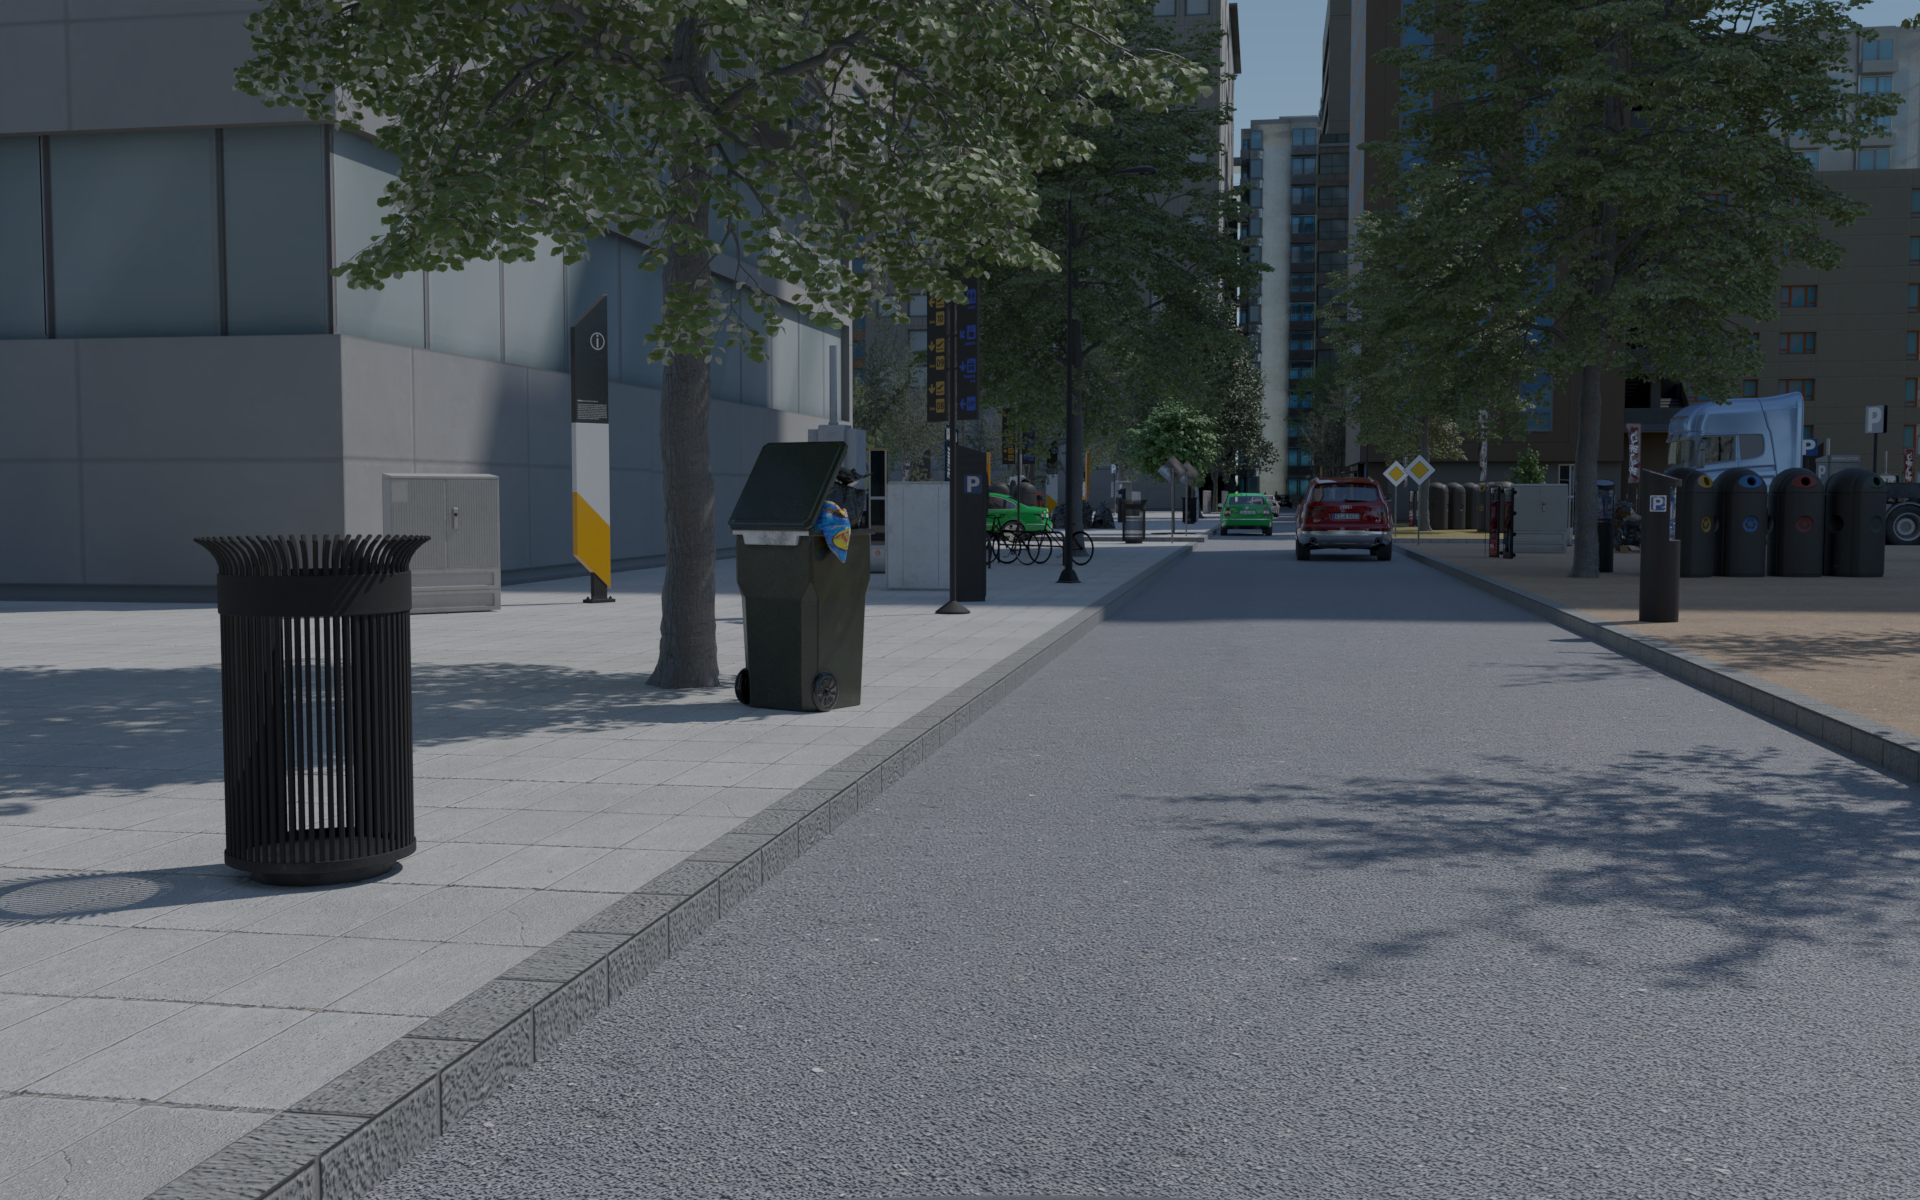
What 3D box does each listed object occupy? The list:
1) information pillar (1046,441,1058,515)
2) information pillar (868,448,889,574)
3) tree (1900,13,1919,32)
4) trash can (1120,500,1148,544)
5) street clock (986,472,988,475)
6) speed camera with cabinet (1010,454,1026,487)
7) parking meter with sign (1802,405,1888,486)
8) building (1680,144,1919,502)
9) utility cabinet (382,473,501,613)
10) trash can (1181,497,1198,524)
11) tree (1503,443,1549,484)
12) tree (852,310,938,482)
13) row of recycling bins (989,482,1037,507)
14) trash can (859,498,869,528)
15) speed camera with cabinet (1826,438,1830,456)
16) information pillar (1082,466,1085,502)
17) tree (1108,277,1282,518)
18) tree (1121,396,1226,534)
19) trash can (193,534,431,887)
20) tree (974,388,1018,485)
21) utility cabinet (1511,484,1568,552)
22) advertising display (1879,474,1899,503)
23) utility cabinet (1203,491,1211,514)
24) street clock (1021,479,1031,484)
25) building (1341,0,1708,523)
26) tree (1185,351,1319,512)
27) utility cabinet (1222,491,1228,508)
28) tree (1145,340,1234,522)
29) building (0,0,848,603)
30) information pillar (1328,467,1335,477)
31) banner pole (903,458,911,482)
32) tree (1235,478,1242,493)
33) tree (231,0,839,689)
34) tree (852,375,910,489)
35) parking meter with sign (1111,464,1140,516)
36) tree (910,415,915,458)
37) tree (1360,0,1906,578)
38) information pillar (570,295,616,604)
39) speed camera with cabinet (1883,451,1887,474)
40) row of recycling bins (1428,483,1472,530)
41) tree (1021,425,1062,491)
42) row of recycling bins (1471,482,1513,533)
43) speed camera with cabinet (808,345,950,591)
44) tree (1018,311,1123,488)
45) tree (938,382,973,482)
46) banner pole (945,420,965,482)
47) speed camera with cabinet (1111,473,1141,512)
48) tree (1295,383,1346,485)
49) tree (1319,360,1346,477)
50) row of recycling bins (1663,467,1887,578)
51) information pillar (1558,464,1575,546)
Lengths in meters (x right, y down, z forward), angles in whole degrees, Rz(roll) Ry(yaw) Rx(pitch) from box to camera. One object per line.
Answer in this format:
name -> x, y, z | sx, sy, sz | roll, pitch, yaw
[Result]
information pillar -> 3.845, -4.940, 72.121 | 0.504, 3.616, 0.183 | 0, 4, 0
information pillar -> -1.309, -1.434, 27.941 | 0.304, 2.012, 0.304 | 0, 4, 4
tree -> 11.048, -4.017, 16.042 | 4.737, 8.622, 4.395 | 0, 3, 0
trash can -> 4.513, -2.036, 44.945 | 0.748, 1.137, 0.748 | 0, 3, 0
street clock -> 0.469, -2.481, 45.137 | 0.471, 2.002, 0.358 | -1, 4, -11
speed camera with cabinet -> 2.518, -5.670, 87.047 | 0.660, 3.252, 2.038 | -2, 4, -31
parking meter with sign -> 17.215, -2.311, 34.040 | 1.738, 3.016, 0.543 | 0, 4, -8
building -> 40.267, -16.124, 108.665 | 27.650, 21.520, 28.899 | 1, 4, 10
utility cabinet -> -5.566, -0.609, 18.633 | 1.173, 1.500, 0.318 | -3, 4, -36
trash can -> 9.832, -3.826, 74.202 | 0.748, 1.137, 0.748 | 0, 3, 0
tree -> 21.388, -4.337, 65.515 | 1.663, 3.219, 1.824 | 0, 3, 0
tree -> -3.594, -7.161, 67.438 | 4.360, 8.622, 3.978 | 0, 3, 0
row of recycling bins -> 0.927, -3.250, 60.254 | 3.534, 1.692, 1.069 | -1, 4, -10
trash can -> -3.587, -3.250, 64.784 | 0.748, 1.137, 0.748 | 0, 3, 0
speed camera with cabinet -> 31.246, -4.081, 61.056 | 0.660, 3.252, 2.038 | -1, 4, -18
information pillar -> 8.426, -7.677, 116.872 | 0.504, 3.616, 0.183 | 1, 4, 12
tree -> 12.387, -10.689, 91.769 | 9.611, 12.733, 9.660 | 0, 3, 0
tree -> 6.936, -4.391, 55.512 | 4.285, 4.588, 4.351 | 0, 3, 0
trash can -> -2.164, 0.355, 5.845 | 0.748, 1.137, 0.748 | 0, 3, 0
tree -> 3.486, -8.814, 94.466 | 4.360, 8.622, 3.978 | 0, 3, 0
utility cabinet -> 12.581, -1.773, 37.663 | 1.173, 1.500, 0.318 | 1, 4, 15
advertising display -> 30.249, -3.148, 56.684 | 0.123, 1.923, 0.974 | -1, 4, -20
utility cabinet -> 15.983, -6.318, 111.973 | 0.318, 1.500, 1.173 | 1, 4, 19
street clock -> 3.123, -4.742, 82.100 | 0.471, 2.002, 0.358 | 2, 4, 33
building -> 25.578, -26.328, 80.577 | 14.600, 45.320, 14.200 | 1, 4, 10
tree -> 17.908, -11.975, 121.542 | 9.928, 11.665, 9.643 | 0, 3, 0
utility cabinet -> 19.121, -7.112, 124.953 | 0.318, 1.500, 1.173 | 0, 4, 1
tree -> 10.785, -7.936, 80.115 | 4.737, 8.622, 4.395 | 0, 3, 0
building -> -16.741, -27.215, 34.202 | 27.495, 52.752, 28.713 | 1, 4, 10
information pillar -> 26.558, -8.096, 123.720 | 0.504, 3.616, 0.183 | 1, 4, 21
banner pole -> -3.102, -7.121, 106.452 | 0.863, 3.779, 0.401 | 0, 4, -7
tree -> 27.252, -10.915, 173.059 | 1.663, 3.219, 1.824 | 0, 3, 0
tree -> -1.717, -5.721, 11.658 | 7.486, 12.596, 7.792 | 0, 3, 0
tree -> -6.444, -9.878, 111.862 | 4.737, 8.622, 4.395 | 0, 3, 0
parking meter with sign -> 9.650, -6.390, 100.743 | 1.738, 3.016, 0.543 | -2, 4, -30
tree -> -5.070, -10.443, 121.097 | 4.737, 8.622, 4.395 | 0, 3, 0
tree -> 10.003, -6.603, 26.093 | 7.486, 12.596, 7.792 | 0, 3, 0
information pillar -> -4.318, -1.770, 20.297 | 0.183, 3.616, 0.504 | 3, 5, 41
speed camera with cabinet -> 41.875, -5.231, 79.857 | 2.038, 3.252, 0.660 | 2, 4, 25
row of recycling bins -> 18.097, -3.396, 62.644 | 3.534, 1.692, 1.069 | -3, 4, -38
tree -> 5.146, -10.794, 126.836 | 4.737, 8.622, 4.395 | 0, 3, 0
row of recycling bins -> 18.116, -3.127, 58.243 | 1.069, 1.692, 3.534 | 0, 4, 8
speed camera with cabinet -> -0.977, -1.764, 23.176 | 2.038, 3.252, 0.660 | 1, 4, 12
tree -> 4.413, -7.185, 67.843 | 4.360, 8.622, 3.978 | 0, 3, 0
tree -> -2.460, -8.036, 81.755 | 4.360, 8.622, 3.978 | 0, 3, 0
banner pole -> -0.122, -4.172, 58.237 | 0.863, 3.779, 0.401 | 0, 4, 2
speed camera with cabinet -> 11.761, -7.858, 122.820 | 2.038, 3.252, 0.660 | -1, 4, -14
tree -> 24.765, -10.174, 116.701 | 4.360, 8.622, 3.978 | 0, 3, 0
tree -> 28.274, -12.532, 130.648 | 9.928, 11.665, 9.643 | 0, 3, 0
row of recycling bins -> 12.551, -1.215, 26.971 | 3.534, 1.692, 1.069 | 0, 4, -2
information pillar -> 14.887, -2.329, 42.570 | 0.304, 2.012, 0.304 | 2, 4, 35
